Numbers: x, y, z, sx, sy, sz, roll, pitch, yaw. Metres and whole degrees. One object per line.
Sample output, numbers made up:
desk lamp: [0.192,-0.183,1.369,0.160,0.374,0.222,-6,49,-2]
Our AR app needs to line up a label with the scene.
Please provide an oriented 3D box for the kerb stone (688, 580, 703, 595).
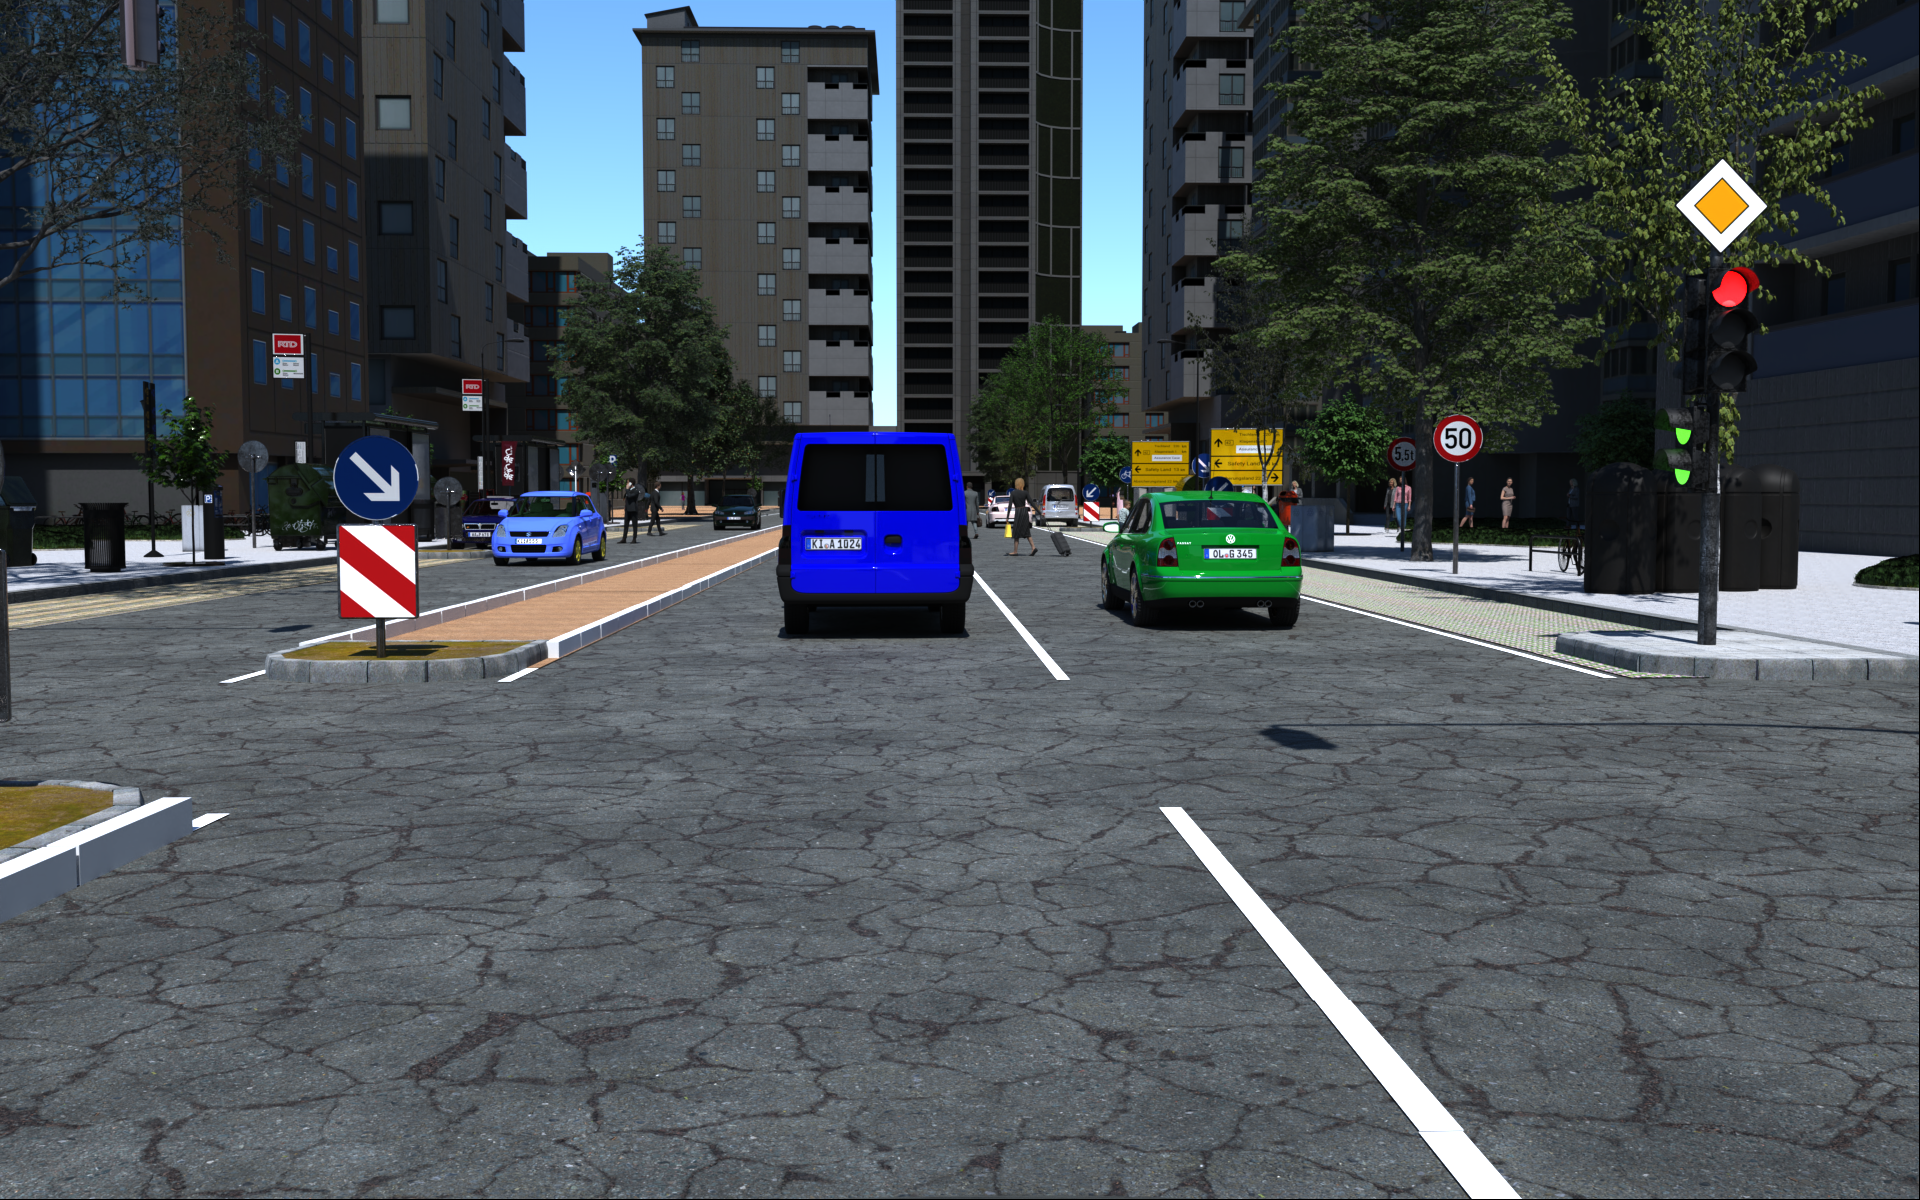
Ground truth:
kerb stone: [-3.835,-0.156,24.750,0.120,0.150,1.000,0,4,-2]

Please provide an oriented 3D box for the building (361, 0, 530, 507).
building: [-41.448,-31.368,102.101,28.713,52.752,27.495,0,4,-2]

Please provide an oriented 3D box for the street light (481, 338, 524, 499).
street light: [-13.700,-4.848,51.799,1.470,5.913,1.316,0,4,-2]

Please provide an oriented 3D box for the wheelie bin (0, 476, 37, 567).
wheelie bin: [-16.885,-1.393,30.690,0.693,1.594,0.980,1,4,16]

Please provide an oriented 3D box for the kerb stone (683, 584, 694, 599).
kerb stone: [-3.797,-0.084,23.727,0.120,0.150,1.000,0,4,-2]

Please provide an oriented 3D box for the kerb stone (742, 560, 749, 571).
kerb stone: [-4.048,-0.594,31.925,0.120,0.150,1.000,0,4,-2]

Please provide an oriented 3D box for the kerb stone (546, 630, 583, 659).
kerb stone: [-3.555,0.408,15.521,0.120,0.150,1.000,0,4,-2]

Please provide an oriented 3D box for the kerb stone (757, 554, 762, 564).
kerb stone: [-4.147,-0.778,35.009,0.120,0.150,1.000,0,4,-2]

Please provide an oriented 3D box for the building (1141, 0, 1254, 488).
building: [29.998,-33.762,141.242,28.713,52.752,27.495,0,4,-2]

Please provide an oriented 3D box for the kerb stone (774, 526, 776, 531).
kerb stone: [-7.171,-2.657,65.670,0.120,0.150,1.000,0,4,-2]

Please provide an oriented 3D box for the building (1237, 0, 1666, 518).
building: [32.797,-25.907,115.458,32.217,40.220,23.993,0,4,-2]

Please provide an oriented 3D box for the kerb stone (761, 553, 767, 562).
kerb stone: [-4.173,-0.845,36.031,0.120,0.150,1.000,0,4,-2]

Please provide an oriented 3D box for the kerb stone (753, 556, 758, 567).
kerb stone: [-4.111,-0.718,33.977,0.120,0.150,1.000,0,4,-2]

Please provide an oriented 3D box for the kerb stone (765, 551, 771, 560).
kerb stone: [-4.205,-0.909,37.052,0.120,0.150,1.000,0,4,-2]

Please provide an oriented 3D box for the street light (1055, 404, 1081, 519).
street light: [5.588,-7.173,89.812,1.470,5.913,1.316,0,4,-2]

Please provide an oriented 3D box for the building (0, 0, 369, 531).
building: [-31.955,-25.420,65.729,14.600,45.320,14.200,0,4,-2]

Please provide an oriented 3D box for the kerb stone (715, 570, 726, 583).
kerb stone: [-3.922,-0.345,27.829,0.120,0.150,1.000,0,4,-2]

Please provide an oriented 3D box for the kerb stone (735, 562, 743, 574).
kerb stone: [-4.019,-0.533,30.903,0.120,0.150,1.000,0,4,-2]

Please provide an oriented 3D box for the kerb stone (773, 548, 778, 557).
kerb stone: [-4.269,-1.034,39.097,0.120,0.150,1.000,0,4,-2]

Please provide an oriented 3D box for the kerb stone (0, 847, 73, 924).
kerb stone: [-3.261,1.004,5.803,0.120,0.150,1.000,0,4,-2]

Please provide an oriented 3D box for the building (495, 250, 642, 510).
building: [-42.596,-18.017,139.612,28.899,21.520,27.650,0,4,-2]

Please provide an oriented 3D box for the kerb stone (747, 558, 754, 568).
kerb stone: [-4.081,-0.658,32.946,0.120,0.150,1.000,0,4,-2]

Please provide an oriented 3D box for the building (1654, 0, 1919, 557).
building: [32.970,-30.258,36.719,28.212,58.520,21.231,0,4,-2]

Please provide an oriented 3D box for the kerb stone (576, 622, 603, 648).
kerb stone: [-3.584,0.346,16.543,0.120,0.150,1.000,0,4,-2]

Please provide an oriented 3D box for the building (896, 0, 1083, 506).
building: [3.255,-46.167,193.075,20.611,71.187,20.563,0,4,-2]

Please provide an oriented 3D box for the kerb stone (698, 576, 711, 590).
kerb stone: [-3.864,-0.220,25.785,0.120,0.150,1.000,0,4,-2]

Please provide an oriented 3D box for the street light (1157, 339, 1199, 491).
street light: [6.605,-4.868,52.139,1.470,5.913,1.316,0,4,-2]

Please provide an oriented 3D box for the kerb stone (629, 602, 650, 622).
kerb stone: [-3.679,0.158,19.621,0.120,0.150,1.000,0,4,-2]

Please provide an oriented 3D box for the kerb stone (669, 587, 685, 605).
kerb stone: [-3.768,-0.031,22.704,0.120,0.150,1.000,0,4,-2]

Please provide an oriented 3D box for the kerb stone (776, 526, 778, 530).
kerb stone: [-7.198,-2.722,66.692,0.120,0.150,1.000,0,4,-2]

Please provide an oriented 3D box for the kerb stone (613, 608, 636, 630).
kerb stone: [-3.644,0.220,18.595,0.120,0.150,1.000,0,4,-2]

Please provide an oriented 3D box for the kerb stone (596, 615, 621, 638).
kerb stone: [-3.611,0.283,17.570,0.120,0.150,1.000,0,4,-2]

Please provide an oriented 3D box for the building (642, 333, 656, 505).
building: [-49.488,-21.517,196.841,28.899,21.520,27.650,0,4,-2]

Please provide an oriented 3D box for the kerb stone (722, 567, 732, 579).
kerb stone: [-3.957,-0.407,28.850,0.120,0.150,1.000,0,4,-2]

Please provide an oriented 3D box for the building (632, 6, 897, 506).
building: [-20.911,-37.175,197.051,27.495,52.752,28.713,0,4,-2]

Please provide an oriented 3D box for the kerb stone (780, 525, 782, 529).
kerb stone: [-7.264,-2.847,68.743,0.120,0.150,1.000,0,4,-2]

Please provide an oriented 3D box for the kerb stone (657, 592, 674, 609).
kerb stone: [-3.737,0.031,21.682,0.120,0.150,1.000,0,4,-2]

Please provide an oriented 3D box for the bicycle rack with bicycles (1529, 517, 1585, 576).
bicycle rack with bicycles: [10.581,-0.906,28.201,2.852,0.926,2.925,0,4,-5]

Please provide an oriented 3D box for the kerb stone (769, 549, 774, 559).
kerb stone: [-4.236,-0.969,38.076,0.120,0.150,1.000,0,4,-2]

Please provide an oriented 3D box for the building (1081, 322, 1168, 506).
building: [28.195,-21.705,199.912,28.899,21.520,27.650,0,4,-2]

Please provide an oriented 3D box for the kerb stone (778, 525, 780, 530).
kerb stone: [-7.234,-2.782,67.721,0.120,0.150,1.000,0,4,-2]

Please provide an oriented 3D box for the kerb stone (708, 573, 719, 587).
kerb stone: [-3.891,-0.282,26.807,0.120,0.150,1.000,0,4,-2]

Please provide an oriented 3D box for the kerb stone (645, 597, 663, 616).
kerb stone: [-3.706,0.098,20.655,0.120,0.150,1.000,0,4,-2]

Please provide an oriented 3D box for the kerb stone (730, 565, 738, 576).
kerb stone: [-3.992,-0.470,29.881,0.120,0.150,1.000,0,4,-2]

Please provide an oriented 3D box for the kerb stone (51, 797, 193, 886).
kerb stone: [-3.292,0.940,6.826,0.120,0.150,1.000,0,4,-2]

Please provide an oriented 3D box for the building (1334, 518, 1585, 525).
building: [32.077,-23.630,78.228,32.217,40.220,23.993,0,4,-2]

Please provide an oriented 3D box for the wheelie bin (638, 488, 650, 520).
wheelie bin: [-15.606,-4.702,84.790,0.980,1.594,0.693,0,4,7]
